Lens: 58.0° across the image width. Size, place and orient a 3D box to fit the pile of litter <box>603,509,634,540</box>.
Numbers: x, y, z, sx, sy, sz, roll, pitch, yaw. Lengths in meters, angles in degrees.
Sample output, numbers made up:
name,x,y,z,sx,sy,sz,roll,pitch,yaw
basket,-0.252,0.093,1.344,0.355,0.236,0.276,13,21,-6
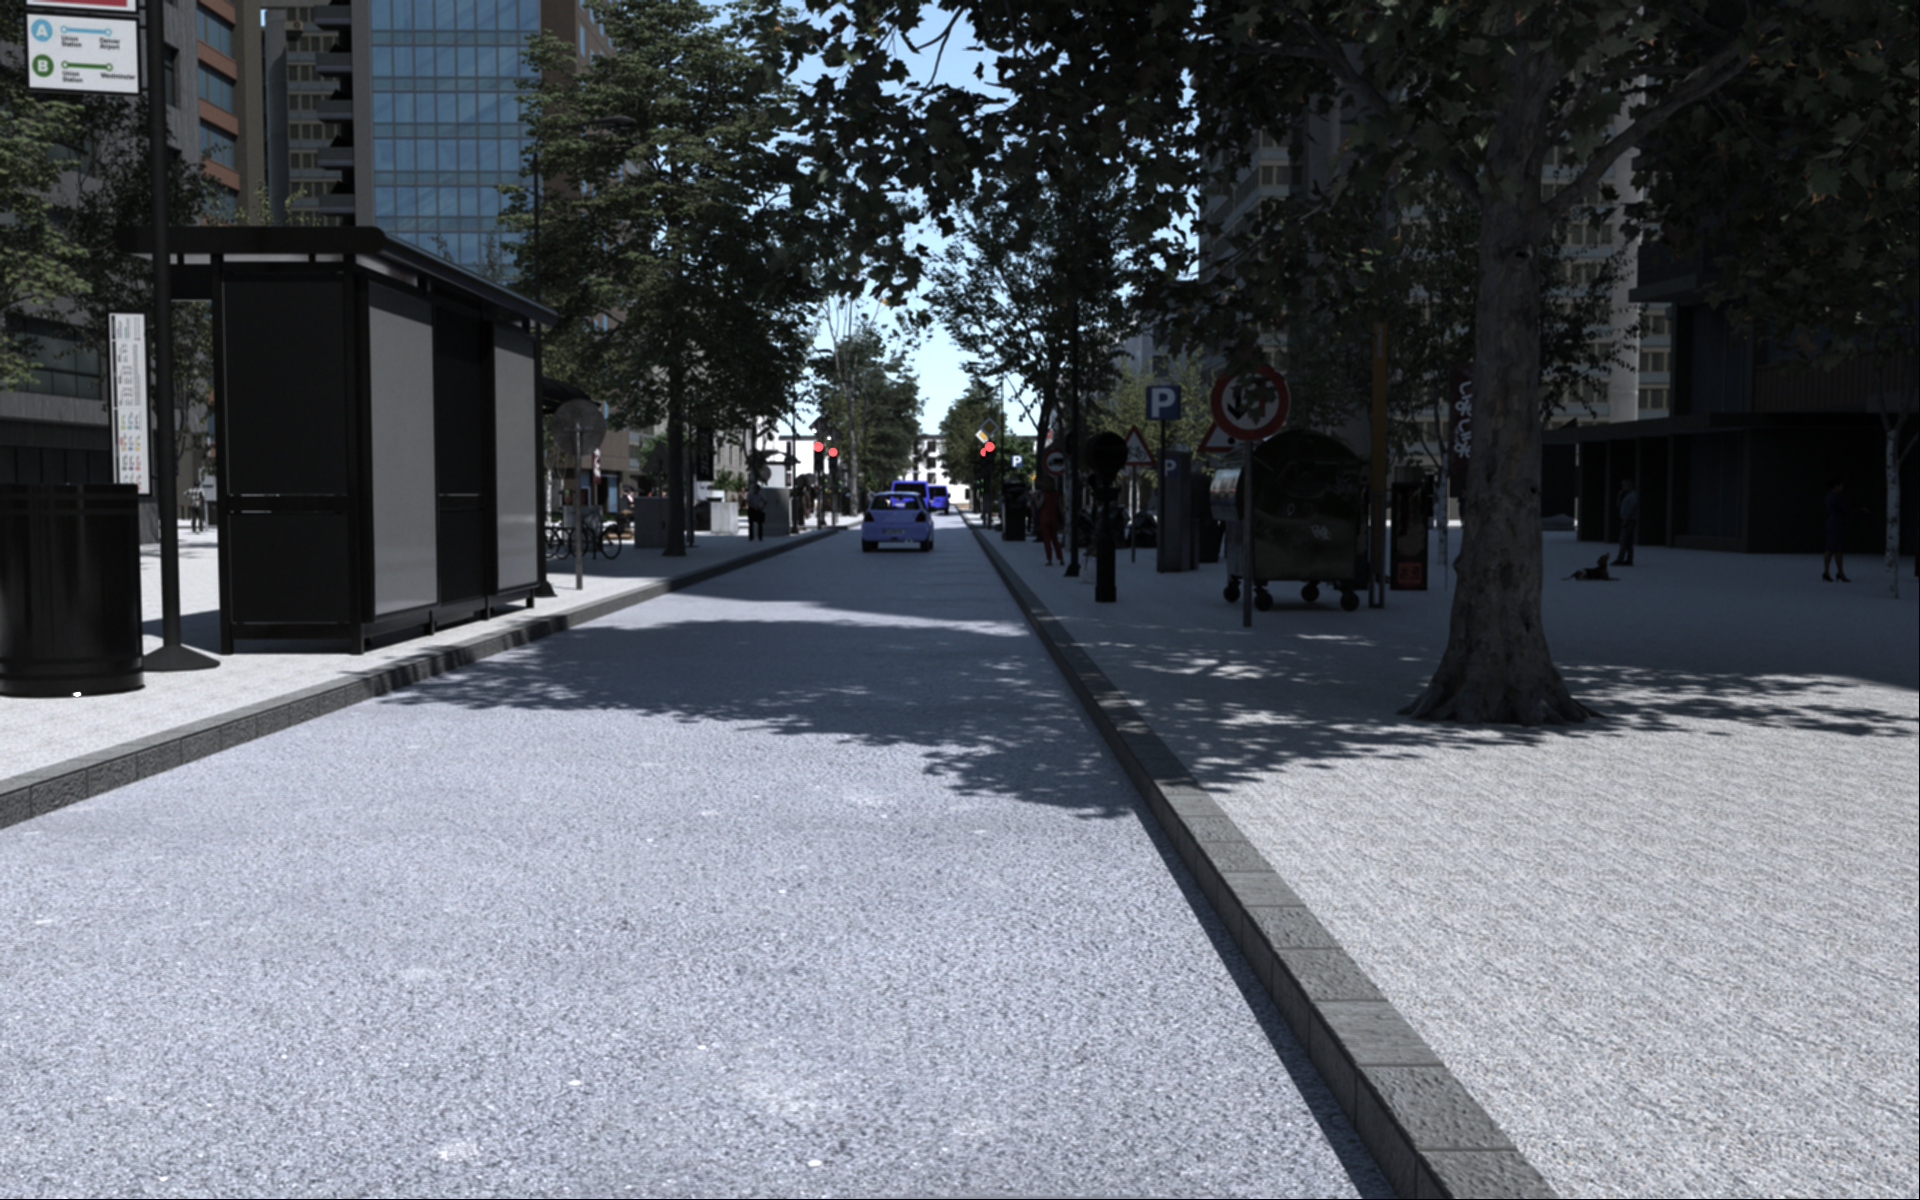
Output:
name,x,y,z,sx,sy,sz,roll,pitch,yaw
pile of litter,-9.560,-2.136,48.896,1.719,0.858,1.176,2,4,26

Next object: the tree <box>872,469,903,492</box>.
name,x,y,z,sx,sy,sz,roll,pitch,yaw
tree,-7.333,-11.321,168.807,4.285,4.588,4.351,0,3,0

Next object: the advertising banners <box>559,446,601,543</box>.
name,x,y,z,sx,sy,sz,roll,pitch,yaw
advertising banners,-10.097,-3.064,46.285,0.090,3.025,2.074,1,4,21

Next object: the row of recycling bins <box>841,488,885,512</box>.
name,x,y,z,sx,sy,sz,roll,pitch,yaw
row of recycling bins,-7.069,-7.148,123.978,3.534,1.692,1.069,-2,4,-24

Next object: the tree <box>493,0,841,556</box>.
name,x,y,z,sx,sy,sz,roll,pitch,yaw
tree,-5.931,-7.212,36.051,7.486,12.596,7.792,0,3,0

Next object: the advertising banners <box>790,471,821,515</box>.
name,x,y,z,sx,sy,sz,roll,pitch,yaw
advertising banners,-9.344,-6.659,105.064,2.074,3.025,0.090,1,4,18

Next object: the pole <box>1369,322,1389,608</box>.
name,x,y,z,sx,sy,sz,roll,pitch,yaw
pole,4.705,-1.566,19.449,0.158,3.312,0.155,0,3,0

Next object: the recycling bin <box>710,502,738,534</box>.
name,x,y,z,sx,sy,sz,roll,pitch,yaw
recycling bin,-7.615,-2.658,56.014,0.722,1.027,0.722,1,4,12

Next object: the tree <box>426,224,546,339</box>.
name,x,y,z,sx,sy,sz,roll,pitch,yaw
tree,-13.324,-5.946,47.582,4.360,8.622,3.978,0,3,0

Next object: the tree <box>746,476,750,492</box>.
name,x,y,z,sx,sy,sz,roll,pitch,yaw
tree,-17.096,-8.544,134.295,1.663,3.219,1.824,0,3,0

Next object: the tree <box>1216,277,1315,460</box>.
name,x,y,z,sx,sy,sz,roll,pitch,yaw
tree,11.825,-6.555,57.529,4.737,8.622,4.395,0,3,0

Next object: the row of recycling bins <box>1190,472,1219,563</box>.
name,x,y,z,sx,sy,sz,roll,pitch,yaw
row of recycling bins,4.508,-1.633,33.812,1.069,1.692,3.534,0,4,3

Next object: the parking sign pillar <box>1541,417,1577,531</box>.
name,x,y,z,sx,sy,sz,roll,pitch,yaw
parking sign pillar,20.932,-4.425,60.815,1.447,3.967,1.447,1,4,21

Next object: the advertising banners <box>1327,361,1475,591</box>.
name,x,y,z,sx,sy,sz,roll,pitch,yaw
advertising banners,5.946,-1.639,22.987,2.074,3.025,0.090,0,4,8

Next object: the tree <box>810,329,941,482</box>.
name,x,y,z,sx,sy,sz,roll,pitch,yaw
tree,-6.951,-13.814,132.520,9.857,13.997,8.962,0,3,0

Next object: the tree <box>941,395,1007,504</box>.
name,x,y,z,sx,sy,sz,roll,pitch,yaw
tree,1.371,-19.132,219.466,9.857,13.997,8.962,0,3,0

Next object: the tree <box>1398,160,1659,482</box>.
name,x,y,z,sx,sy,sz,roll,pitch,yaw
tree,12.231,-5.273,36.570,4.360,8.622,3.978,0,3,0

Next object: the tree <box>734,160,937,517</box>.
name,x,y,z,sx,sy,sz,roll,pitch,yaw
tree,-7.007,-14.687,96.027,12.611,20.169,13.585,0,3,0

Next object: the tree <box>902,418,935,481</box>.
name,x,y,z,sx,sy,sz,roll,pitch,yaw
tree,-6.212,-16.167,198.747,7.601,10.594,8.767,-2,4,-34

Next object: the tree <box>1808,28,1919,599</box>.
name,x,y,z,sx,sy,sz,roll,pitch,yaw
tree,11.373,-4.311,20.855,4.737,8.622,4.395,0,3,0

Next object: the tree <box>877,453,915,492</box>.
name,x,y,z,sx,sy,sz,roll,pitch,yaw
tree,-6.979,-14.043,179.969,4.360,8.622,3.978,0,3,0

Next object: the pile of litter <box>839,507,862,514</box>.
name,x,y,z,sx,sy,sz,roll,pitch,yaw
pile of litter,-7.218,-6.129,114.176,1.719,0.858,1.176,1,4,12

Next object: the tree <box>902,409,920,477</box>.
name,x,y,z,sx,sy,sz,roll,pitch,yaw
tree,-7.351,-14.756,159.381,7.486,12.596,7.792,0,3,0

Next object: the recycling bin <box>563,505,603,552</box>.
name,x,y,z,sx,sy,sz,roll,pitch,yaw
recycling bin,-8.416,-1.598,38.674,0.722,1.027,0.722,-2,4,-28

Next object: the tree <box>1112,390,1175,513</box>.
name,x,y,z,sx,sy,sz,roll,pitch,yaw
tree,12.974,-10.232,117.652,4.360,8.622,3.978,0,3,0

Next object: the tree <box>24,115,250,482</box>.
name,x,y,z,sx,sy,sz,roll,pitch,yaw
tree,-15.646,-5.106,33.853,4.360,8.622,3.978,0,3,0

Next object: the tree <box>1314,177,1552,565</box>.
name,x,y,z,sx,sy,sz,roll,pitch,yaw
tree,8.753,-4.956,31.400,4.737,8.622,4.395,0,3,0

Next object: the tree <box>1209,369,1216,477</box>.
name,x,y,z,sx,sy,sz,roll,pitch,yaw
tree,10.805,-7.945,80.265,4.737,8.622,4.395,0,3,0

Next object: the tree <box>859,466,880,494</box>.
name,x,y,z,sx,sy,sz,roll,pitch,yaw
tree,-6.261,-7.721,120.840,1.663,3.219,1.824,0,3,0

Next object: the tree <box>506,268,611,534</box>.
name,x,y,z,sx,sy,sz,roll,pitch,yaw
tree,-13.201,-6.434,55.552,4.737,8.622,4.395,0,3,0

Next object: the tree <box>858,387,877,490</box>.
name,x,y,z,sx,sy,sz,roll,pitch,yaw
tree,-7.124,-9.889,112.040,4.737,8.622,4.395,0,3,0

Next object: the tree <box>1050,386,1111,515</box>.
name,x,y,z,sx,sy,sz,roll,pitch,yaw
tree,7.568,-10.126,115.922,4.360,8.622,3.978,0,3,0

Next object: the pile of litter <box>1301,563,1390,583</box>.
name,x,y,z,sx,sy,sz,roll,pitch,yaw
pile of litter,5.548,-0.709,25.562,1.719,0.858,1.176,3,5,44

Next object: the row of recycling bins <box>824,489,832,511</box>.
name,x,y,z,sx,sy,sz,roll,pitch,yaw
row of recycling bins,-8.696,-7.475,129.330,3.534,1.692,1.069,2,4,35

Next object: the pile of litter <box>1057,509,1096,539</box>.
name,x,y,z,sx,sy,sz,roll,pitch,yaw
pile of litter,3.539,-2.175,49.518,1.719,0.858,1.176,1,4,22

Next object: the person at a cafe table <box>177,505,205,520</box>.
name,x,y,z,sx,sy,sz,roll,pitch,yaw
person at a cafe table,-37.437,-4.691,85.205,1.622,1.524,1.698,3,5,42

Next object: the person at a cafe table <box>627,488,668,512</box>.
name,x,y,z,sx,sy,sz,roll,pitch,yaw
person at a cafe table,-12.546,-3.878,71.926,1.622,1.524,1.698,2,4,29

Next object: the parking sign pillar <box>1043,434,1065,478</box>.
name,x,y,z,sx,sy,sz,roll,pitch,yaw
parking sign pillar,4.158,-5.507,78.511,1.447,3.967,1.447,2,4,24

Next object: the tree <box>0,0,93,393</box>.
name,x,y,z,sx,sy,sz,roll,pitch,yaw
tree,-13.418,-6.123,18.235,7.486,12.596,7.792,0,3,0

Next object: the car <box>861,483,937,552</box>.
name,x,y,z,sx,sy,sz,roll,pitch,yaw
car,-1.563,-2.121,44.264,1.945,1.707,3.694,0,4,1

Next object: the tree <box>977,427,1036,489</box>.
name,x,y,z,sx,sy,sz,roll,pitch,yaw
tree,2.494,-6.164,84.496,4.285,4.588,4.351,0,3,0

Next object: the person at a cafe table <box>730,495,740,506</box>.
name,x,y,z,sx,sy,sz,roll,pitch,yaw
person at a cafe table,-14.348,-5.820,106.019,1.726,1.238,1.698,-1,4,-13

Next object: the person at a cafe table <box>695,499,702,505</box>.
name,x,y,z,sx,sy,sz,roll,pitch,yaw
person at a cafe table,-19.357,-7.673,133.962,1.698,1.524,1.622,0,4,2

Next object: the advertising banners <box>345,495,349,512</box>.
name,x,y,z,sx,sy,sz,roll,pitch,yaw
advertising banners,-7.580,-1.606,22.453,0.090,3.025,2.074,-3,5,-41

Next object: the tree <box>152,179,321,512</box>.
name,x,y,z,sx,sy,sz,roll,pitch,yaw
tree,-16.191,-5.465,39.715,4.737,8.622,4.395,0,3,0

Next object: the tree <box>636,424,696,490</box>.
name,x,y,z,sx,sy,sz,roll,pitch,yaw
tree,-12.784,-5.729,77.383,4.285,4.588,4.351,0,3,0

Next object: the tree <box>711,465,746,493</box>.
name,x,y,z,sx,sy,sz,roll,pitch,yaw
tree,-15.394,-7.273,113.516,1.663,3.219,1.824,0,3,0

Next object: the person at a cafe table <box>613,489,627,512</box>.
name,x,y,z,sx,sy,sz,roll,pitch,yaw
person at a cafe table,-16.789,-4.865,88.055,1.698,1.524,1.622,1,4,14

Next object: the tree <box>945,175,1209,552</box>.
name,x,y,z,sx,sy,sz,roll,pitch,yaw
tree,2.298,-5.369,38.146,4.737,8.622,4.395,0,3,0

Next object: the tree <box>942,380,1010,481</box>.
name,x,y,z,sx,sy,sz,roll,pitch,yaw
tree,1.649,-15.542,172.235,7.486,12.596,7.792,0,3,0

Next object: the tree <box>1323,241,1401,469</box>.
name,x,y,z,sx,sy,sz,roll,pitch,yaw
tree,11.967,-6.024,48.860,4.360,8.622,3.978,0,3,0

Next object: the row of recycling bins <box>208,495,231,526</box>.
name,x,y,z,sx,sy,sz,roll,pitch,yaw
row of recycling bins,-30.242,-3.968,71.997,1.069,1.692,3.534,0,4,3

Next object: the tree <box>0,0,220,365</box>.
name,x,y,z,sx,sy,sz,roll,pitch,yaw
tree,-15.409,-5.660,26.960,8.767,10.594,7.601,0,4,7

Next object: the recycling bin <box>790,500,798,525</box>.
name,x,y,z,sx,sy,sz,roll,pitch,yaw
recycling bin,-7.294,-3.688,72.856,0.722,1.027,0.722,3,4,36

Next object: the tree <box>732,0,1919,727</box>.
name,x,y,z,sx,sy,sz,roll,pitch,yaw
tree,3.204,-5.661,9.564,9.611,12.733,9.660,0,3,0

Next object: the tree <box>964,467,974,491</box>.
name,x,y,z,sx,sy,sz,roll,pitch,yaw
tree,1.469,-15.867,209.784,4.360,8.622,3.978,0,3,0

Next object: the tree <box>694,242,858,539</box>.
name,x,y,z,sx,sy,sz,roll,pitch,yaw
tree,-5.732,-6.063,49.497,4.737,8.622,4.395,0,3,0

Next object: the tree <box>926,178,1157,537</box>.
name,x,y,z,sx,sy,sz,roll,pitch,yaw
tree,2.549,-7.755,52.544,9.928,11.665,9.643,0,3,0
